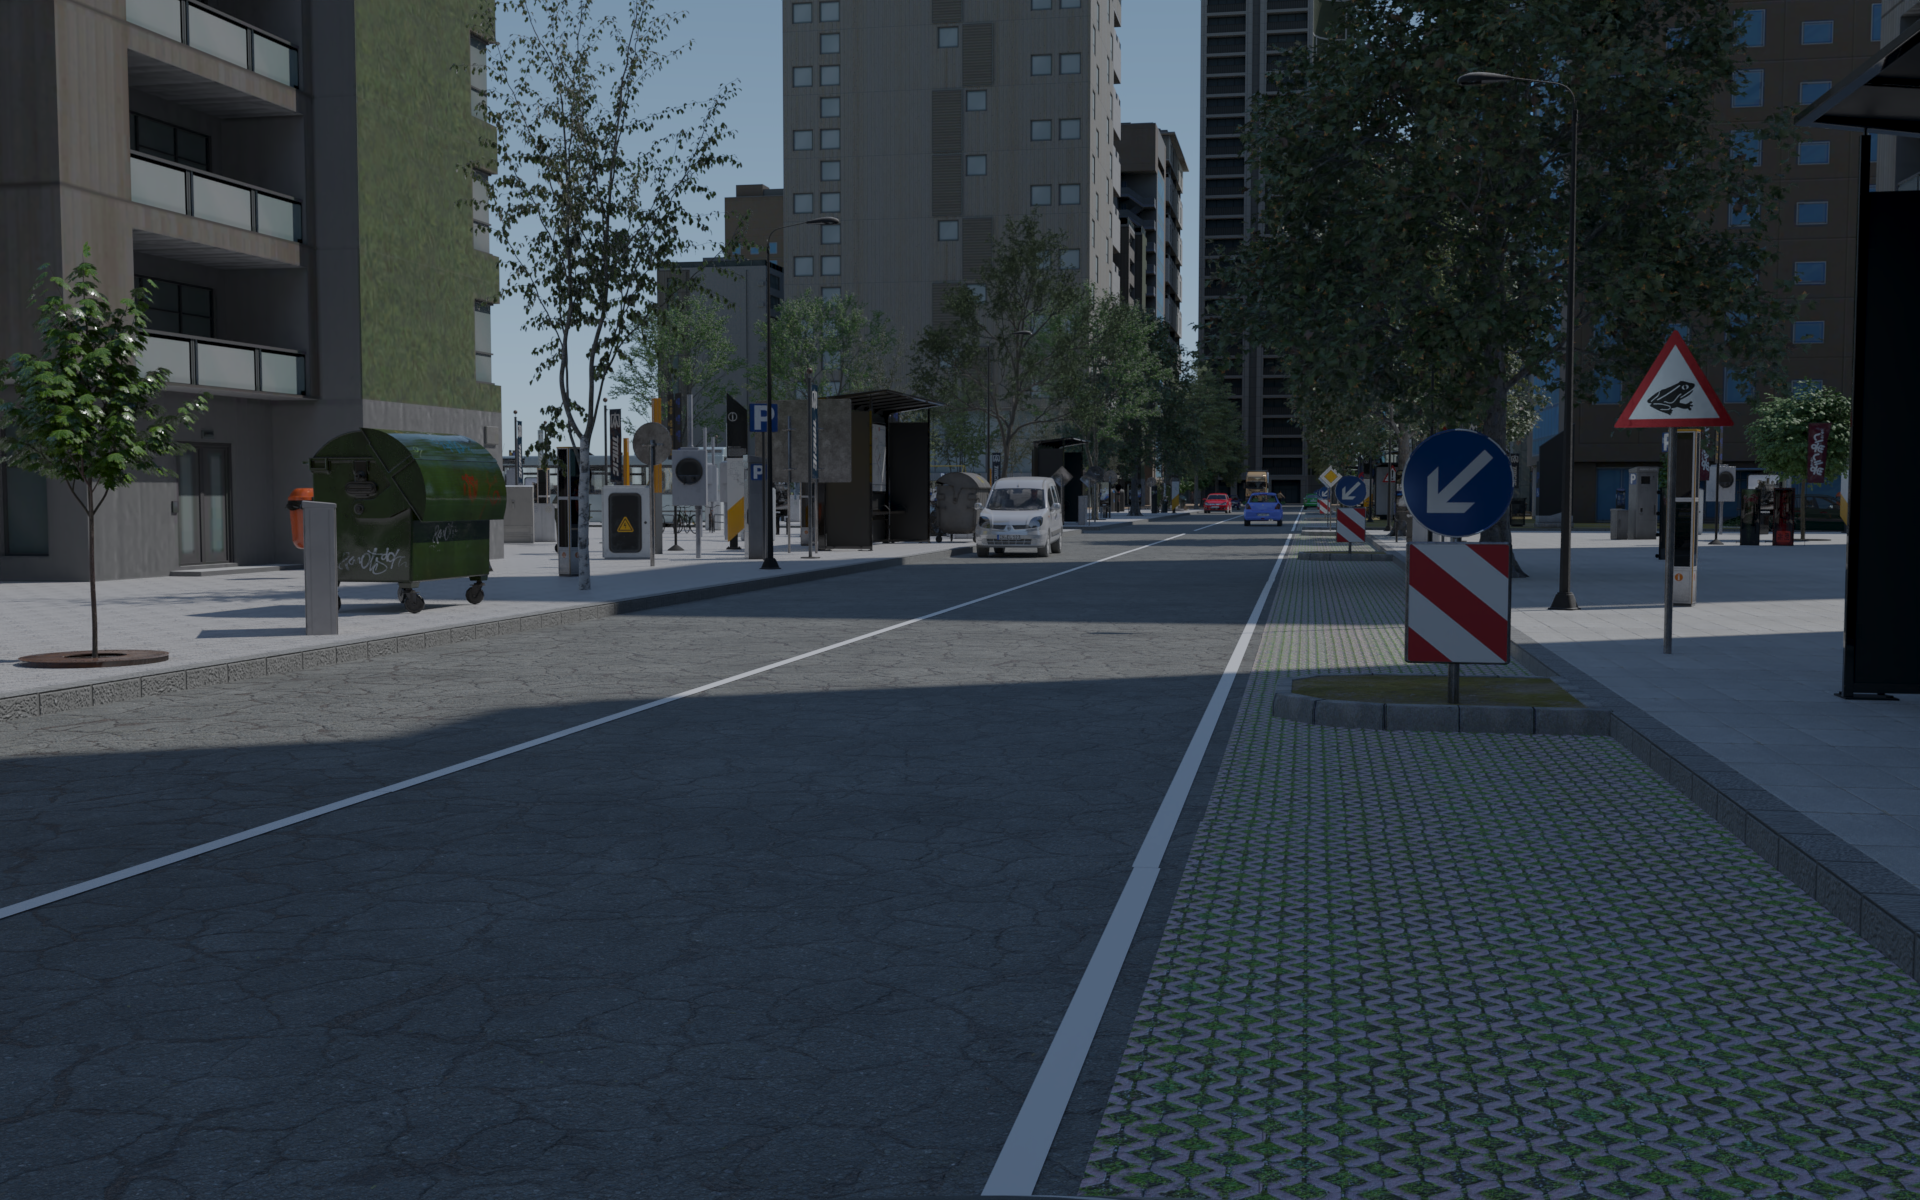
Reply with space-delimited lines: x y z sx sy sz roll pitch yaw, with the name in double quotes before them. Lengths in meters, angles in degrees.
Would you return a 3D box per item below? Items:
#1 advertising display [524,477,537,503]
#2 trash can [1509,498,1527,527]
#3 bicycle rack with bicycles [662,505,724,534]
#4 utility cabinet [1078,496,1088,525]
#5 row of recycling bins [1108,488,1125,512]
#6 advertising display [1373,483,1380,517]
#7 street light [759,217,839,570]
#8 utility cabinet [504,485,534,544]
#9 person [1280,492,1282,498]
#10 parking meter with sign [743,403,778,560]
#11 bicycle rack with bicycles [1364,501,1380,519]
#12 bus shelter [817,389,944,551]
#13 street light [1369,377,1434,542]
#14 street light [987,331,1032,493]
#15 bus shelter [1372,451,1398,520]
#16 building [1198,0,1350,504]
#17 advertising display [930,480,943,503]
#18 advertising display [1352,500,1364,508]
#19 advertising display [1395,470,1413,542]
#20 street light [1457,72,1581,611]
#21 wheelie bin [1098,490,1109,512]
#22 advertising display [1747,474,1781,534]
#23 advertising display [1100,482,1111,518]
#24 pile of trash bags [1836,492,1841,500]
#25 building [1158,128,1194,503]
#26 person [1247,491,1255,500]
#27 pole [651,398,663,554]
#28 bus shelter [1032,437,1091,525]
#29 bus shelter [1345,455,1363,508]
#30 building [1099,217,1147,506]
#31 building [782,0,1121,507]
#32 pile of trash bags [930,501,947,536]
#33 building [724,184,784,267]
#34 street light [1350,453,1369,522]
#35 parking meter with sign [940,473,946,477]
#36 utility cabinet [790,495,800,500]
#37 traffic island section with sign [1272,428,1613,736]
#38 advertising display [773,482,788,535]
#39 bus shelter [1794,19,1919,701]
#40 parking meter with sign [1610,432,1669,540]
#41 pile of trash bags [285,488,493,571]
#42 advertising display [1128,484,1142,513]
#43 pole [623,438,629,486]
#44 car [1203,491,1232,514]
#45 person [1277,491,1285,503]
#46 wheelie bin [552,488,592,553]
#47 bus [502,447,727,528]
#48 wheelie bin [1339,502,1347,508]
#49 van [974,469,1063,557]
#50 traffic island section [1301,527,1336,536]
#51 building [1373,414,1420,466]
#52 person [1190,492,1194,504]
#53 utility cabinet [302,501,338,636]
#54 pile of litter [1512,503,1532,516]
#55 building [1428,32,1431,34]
"advertising display" -16.040 -3.702 65.740 0.974 1.923 0.123 0 4 4
"trash can" 21.927 -3.456 68.151 0.748 1.137 0.748 0 3 0
"bicycle rack with bicycles" -8.813 -2.660 56.865 2.852 0.926 2.925 -1 4 -21
"utility cabinet" 5.092 -3.711 71.833 0.306 1.237 1.020 1 4 10
"row of recycling bins" 10.925 -7.191 124.690 1.069 1.692 3.534 2 4 26
"advertising display" 23.716 -5.668 97.889 0.974 1.923 0.123 -3 4 -37
"street light" -2.711 -3.472 29.300 1.470 5.913 1.316 1 4 11
"utility cabinet" -11.493 -2.174 44.229 1.173 1.500 0.318 -1 4 -9
"person" 40.274 -12.801 217.757 0.705 1.831 1.348 0 4 3
"parking meter with sign" -3.997 -2.321 34.207 0.543 3.016 1.738 -1 4 -15
"bicycle rack with bicycles" 21.710 -4.709 90.379 2.852 0.926 2.925 0 4 -1
"bus shelter" -1.864 -3.101 41.991 1.731 3.624 6.357 1 4 12
"street light" 10.196 -4.093 39.467 1.470 5.913 1.316 1 4 11
"street light" 1.346 -4.708 49.509 1.470 5.913 1.316 1 4 11
"bus shelter" 20.910 -5.479 83.500 2.014 3.302 5.546 1 4 11
"building" 44.211 -49.144 241.751 20.611 71.187 20.563 1 4 11
"advertising display" -1.116 -4.645 81.153 0.123 1.923 0.974 -2 4 -34
"advertising display" 19.854 -4.967 86.426 0.123 1.923 0.974 3 5 43
"advertising display" 12.063 -2.498 46.050 0.974 1.923 0.123 1 4 9
"street light" 6.180 -2.851 19.163 1.470 5.913 1.316 1 4 11
"wheelie bin" 10.104 -6.966 121.799 0.980 1.594 0.693 3 4 37
"advertising display" 25.508 -3.045 55.007 0.974 1.923 0.123 2 4 25
"advertising display" 7.738 -5.329 92.343 0.123 1.923 0.974 -2 4 -26
"pile of trash bags" 36.005 -3.599 68.595 3.447 1.369 1.912 -2 4 -24
"building" 20.311 -40.425 250.185 27.495 52.752 28.713 1 4 11
"person" 26.859 -9.163 158.837 1.217 1.766 0.721 3 5 41
"pole" -6.449 -2.631 36.864 0.158 3.312 0.155 0 3 0
"bus shelter" 4.376 -5.066 74.108 1.731 3.624 6.357 1 4 11
"bus shelter" 31.008 -9.623 134.974 2.179 5.291 8.768 1 4 11
"building" 11.698 -24.992 180.316 14.160 30.474 14.107 1 4 11
"building" 0.316 -34.939 160.496 28.713 52.752 27.495 1 4 11
"pile of trash bags" -0.024 -2.703 53.943 1.912 1.369 3.447 1 4 12
"building" -25.092 -36.827 252.231 14.200 45.320 14.600 1 4 11
"street light" 14.258 -5.329 59.675 1.470 5.913 1.316 1 4 11
"parking meter with sign" -0.824 -9.028 143.874 0.543 3.016 1.738 3 5 44
"utility cabinet" -11.228 -6.475 117.028 1.020 1.237 0.306 1 4 22
"traffic island section with sign" 3.065 -0.163 11.296 1.989 1.847 2.006 1 4 11
"advertising display" -5.845 -3.002 54.295 0.974 1.923 0.123 -1 4 -21
"bus shelter" 5.432 -1.006 7.726 1.731 3.624 6.357 1 4 11
"parking meter with sign" 19.233 -3.214 48.808 1.738 3.016 0.543 -1 4 -13
"pile of trash bags" -9.234 -1.093 27.621 1.912 1.369 3.447 2 4 28
"advertising display" 11.017 -6.368 109.326 0.974 1.923 0.123 -2 4 -28
"pole" -12.116 -4.226 62.932 0.158 3.312 0.155 0 3 0
"car" 19.167 -7.325 128.804 2.155 1.783 4.494 1 4 13
"person" 39.137 -12.442 211.934 1.348 1.823 0.705 3 5 40
"wheelie bin" -8.327 -1.792 37.207 0.693 1.594 0.980 -3 4 -37
"bus" -15.452 -4.607 70.188 13.247 3.499 2.948 1 4 12
"wheelie bin" 28.705 -7.446 129.652 0.693 1.594 0.980 0 4 8
"van" 1.424 -2.058 40.666 2.013 2.044 4.112 1 4 9
"traffic island section" 12.865 -2.312 60.080 2.009 0.180 2.903 1 4 11
"building" 70.034 -37.841 238.308 30.456 49.044 23.786 1 4 11
"person" 29.904 -13.102 223.265 0.990 1.755 0.434 -3 5 -45
"utility cabinet" -5.969 -0.307 16.187 0.306 1.237 1.020 -1 4 -21
"pile of litter" 32.450 -5.246 99.744 1.719 0.858 1.176 3 4 36
"building" 64.456 -36.665 188.717 28.713 52.752 27.495 1 4 11
